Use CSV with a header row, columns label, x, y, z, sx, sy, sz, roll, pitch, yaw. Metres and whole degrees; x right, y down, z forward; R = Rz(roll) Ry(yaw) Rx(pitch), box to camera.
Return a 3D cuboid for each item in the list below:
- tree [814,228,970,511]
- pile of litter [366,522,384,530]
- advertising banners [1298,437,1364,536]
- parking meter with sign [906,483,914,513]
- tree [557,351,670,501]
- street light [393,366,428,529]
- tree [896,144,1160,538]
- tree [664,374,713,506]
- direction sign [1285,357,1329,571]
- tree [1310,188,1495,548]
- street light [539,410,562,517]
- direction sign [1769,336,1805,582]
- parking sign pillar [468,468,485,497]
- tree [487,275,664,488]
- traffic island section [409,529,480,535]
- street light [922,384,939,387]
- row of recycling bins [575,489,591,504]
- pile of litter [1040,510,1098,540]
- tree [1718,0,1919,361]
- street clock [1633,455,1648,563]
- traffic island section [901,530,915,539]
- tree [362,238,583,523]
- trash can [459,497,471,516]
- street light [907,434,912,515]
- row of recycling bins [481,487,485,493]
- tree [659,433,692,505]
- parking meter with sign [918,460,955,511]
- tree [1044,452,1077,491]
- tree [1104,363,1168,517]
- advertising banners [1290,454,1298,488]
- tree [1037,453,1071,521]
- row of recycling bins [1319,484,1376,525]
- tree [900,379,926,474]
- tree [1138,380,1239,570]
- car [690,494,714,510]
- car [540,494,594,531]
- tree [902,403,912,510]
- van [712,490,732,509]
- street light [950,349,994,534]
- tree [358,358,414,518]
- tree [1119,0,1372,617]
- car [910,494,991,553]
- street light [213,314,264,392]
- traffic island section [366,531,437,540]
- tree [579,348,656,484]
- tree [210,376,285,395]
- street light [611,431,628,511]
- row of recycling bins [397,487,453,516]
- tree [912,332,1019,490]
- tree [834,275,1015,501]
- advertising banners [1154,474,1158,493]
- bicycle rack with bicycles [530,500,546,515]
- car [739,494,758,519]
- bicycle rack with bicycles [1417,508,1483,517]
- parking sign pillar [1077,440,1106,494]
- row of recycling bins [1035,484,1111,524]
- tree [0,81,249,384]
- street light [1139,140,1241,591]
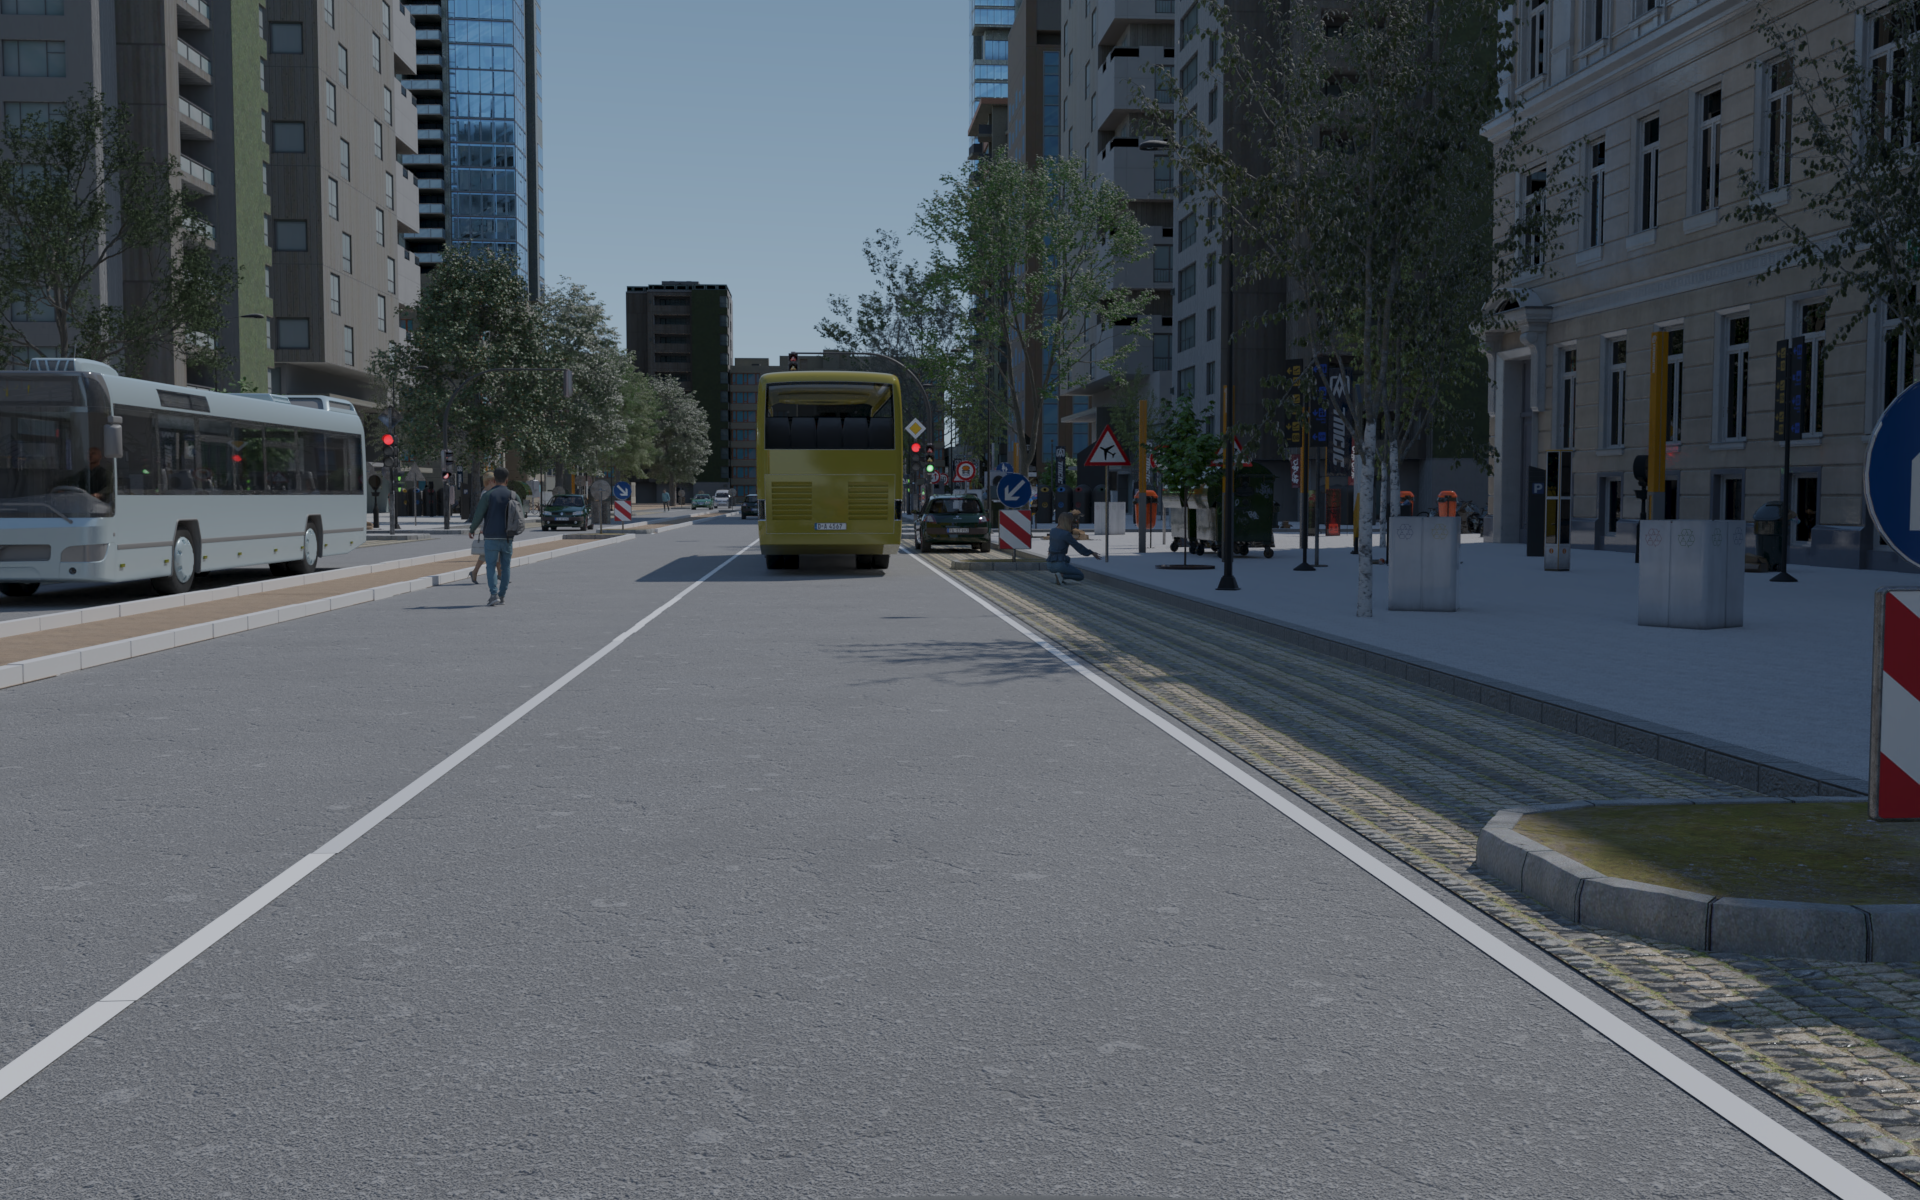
label,x,y,z,sx,sy,sz,roll,pitch,yaw
tree,-5.387,-16.544,126.384,12.611,20.169,13.585,0,3,0
pile of litter,-21.565,-2.944,62.093,1.719,0.858,1.176,-1,4,-10
advertising banners,11.378,-3.469,52.901,2.074,3.025,0.090,-1,4,-15
parking meter with sign,-3.215,-7.300,115.623,1.738,3.016,0.543,1,4,14
tree,-25.967,-12.058,122.905,9.928,11.665,9.643,0,3,0
street light,-19.983,-5.528,62.918,1.470,5.913,1.316,0,4,-5
tree,1.995,-7.638,50.644,9.928,11.665,9.643,0,3,0
tree,-30.282,-16.851,182.173,9.857,13.997,8.962,0,3,0
direction sign,5.777,-2.259,28.926,0.379,3.537,0.876,-3,5,-41
tree,10.385,-5.564,41.341,4.737,8.622,4.395,0,3,0
street light,-22.661,-7.547,95.930,1.470,5.913,1.316,0,4,-5
direction sign,12.076,-2.036,25.286,0.379,3.537,0.876,0,4,2
parking sign pillar,-37.791,-8.989,135.445,1.447,3.967,1.447,0,4,8
tree,-23.823,-11.979,102.513,9.857,13.997,8.962,0,3,0
traffic island section,-18.553,-2.464,62.569,2.009,0.180,2.903,0,4,-5
street light,-0.902,-6.166,73.357,1.470,5.913,1.316,0,4,-5
row of recycling bins,-28.661,-7.619,131.676,1.069,1.692,3.534,-2,4,-29
pile of litter,3.080,-2.102,48.338,1.719,0.858,1.176,3,5,42
tree,11.134,-4.239,19.667,4.360,8.622,3.978,0,3,0
street clock,12.664,-1.683,32.093,0.471,2.002,0.358,-3,5,-44
traffic island section,-0.979,-2.059,55.953,2.009,0.180,2.903,0,4,-5
tree,-21.714,-9.826,77.665,9.611,12.733,9.660,0,3,0
trash can,-28.076,-5.298,98.273,0.748,1.137,0.748,0,3,0
street light,-3.663,-8.191,106.457,1.470,5.913,1.316,0,4,-5
row of recycling bins,-25.791,-5.488,96.847,1.069,1.692,3.534,1,4,19
tree,-33.348,-15.665,206.482,4.360,8.622,3.978,0,3,0
parking meter with sign,-1.185,-5.673,89.008,1.738,3.016,0.543,-1,4,-10
tree,8.173,-9.125,132.911,4.285,4.588,4.351,0,3,0
tree,9.800,-8.889,95.701,4.737,8.622,4.395,0,3,0
advertising banners,15.309,-4.842,75.357,2.074,3.025,0.090,2,4,29
tree,4.467,-5.310,81.419,1.663,3.219,1.824,0,3,0
row of recycling bins,16.032,-3.978,72.154,1.069,1.692,3.534,-2,4,-25
tree,-7.943,-16.902,182.999,9.857,13.997,8.962,0,3,0
tree,3.875,-2.140,29.589,1.663,3.219,1.824,0,3,0
car,-23.469,-8.929,157.787,2.131,1.459,4.920,0,4,-5
car,-15.464,-3.578,68.293,2.009,1.686,4.222,0,4,-6
tree,-3.171,-9.827,111.026,4.737,8.622,4.395,0,3,0
van,-23.585,-10.099,172.137,2.013,2.044,4.112,0,4,-5
street light,0.380,-5.074,55.495,1.470,5.913,1.316,0,4,-5
tree,-29.341,-8.528,89.797,4.360,8.622,3.978,0,3,0
tree,4.102,-4.140,18.057,4.360,8.622,3.978,0,3,0
car,-0.215,-2.061,43.483,2.009,1.686,4.222,0,4,-5
street light,-18.615,-4.413,44.693,1.470,5.913,1.316,0,4,-5
traffic island section,-17.917,-1.977,54.610,2.009,0.180,2.903,0,4,-5
tree,-26.906,-13.224,134.332,7.486,12.596,7.792,0,3,0
tree,-19.886,-3.936,48.072,4.285,4.588,4.351,0,3,0
street light,-25.282,-9.524,128.266,1.470,5.913,1.316,0,4,-5
row of recycling bins,-31.249,-5.713,100.528,3.534,1.692,1.069,-3,5,-40
tree,0.586,-7.904,79.585,4.737,8.622,4.395,0,3,0
tree,-1.982,-11.427,97.195,12.009,13.543,11.850,0,3,0
advertising banners,10.048,-5.725,89.798,0.090,3.025,2.074,1,4,21
bicycle rack with bicycles,-25.029,-5.816,108.469,2.925,0.926,2.852,2,4,31
car,-11.662,-5.475,99.295,2.009,1.686,4.222,0,4,-6
bicycle rack with bicycles,18.893,-3.207,65.816,2.925,0.926,2.852,1,4,19
parking sign pillar,5.941,-5.492,78.265,1.447,3.967,1.447,0,4,6
row of recycling bins,4.883,-4.162,75.163,3.534,1.692,1.069,2,4,25
tree,-19.418,-6.363,38.450,8.767,10.594,7.601,1,4,20
street light,3.049,-3.084,22.973,1.470,5.913,1.316,0,4,-5
